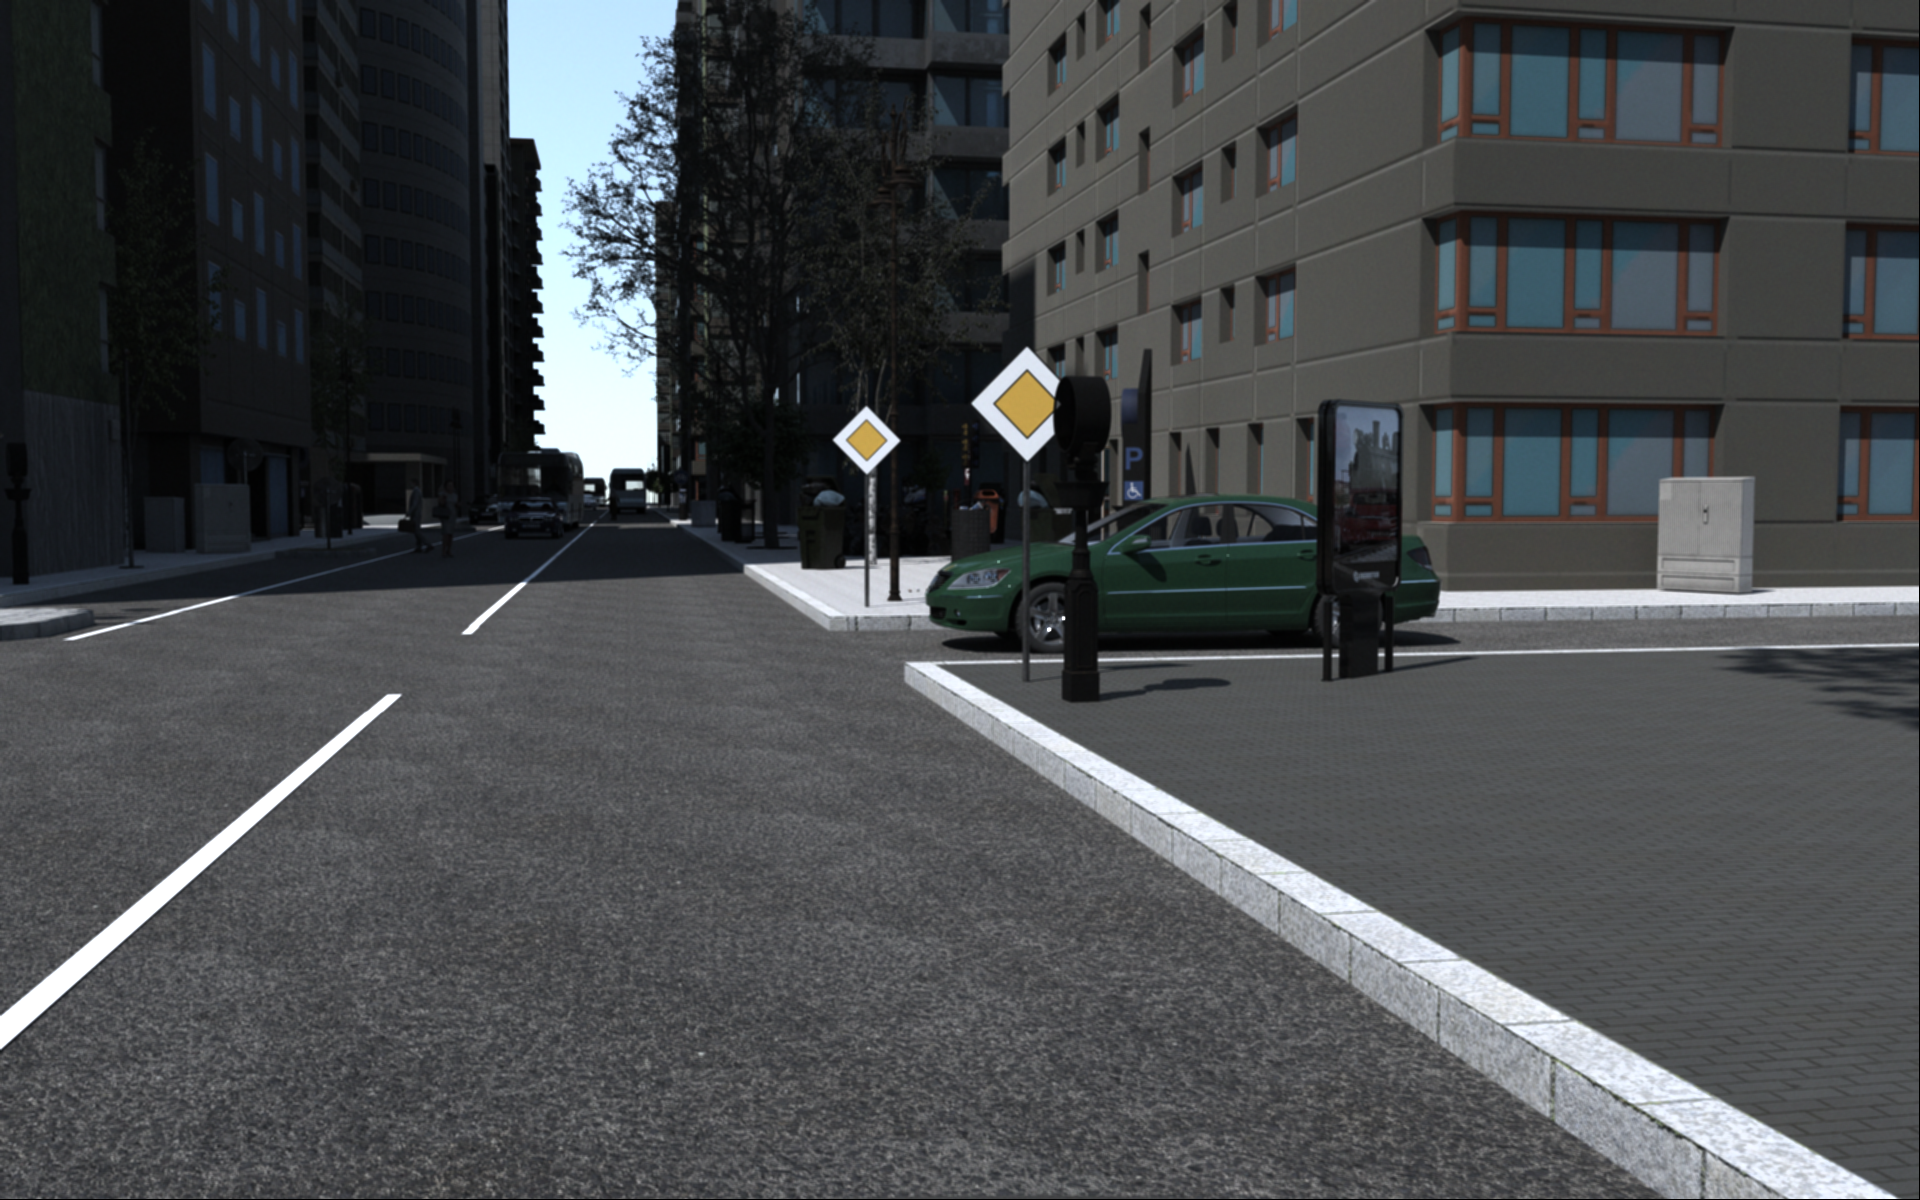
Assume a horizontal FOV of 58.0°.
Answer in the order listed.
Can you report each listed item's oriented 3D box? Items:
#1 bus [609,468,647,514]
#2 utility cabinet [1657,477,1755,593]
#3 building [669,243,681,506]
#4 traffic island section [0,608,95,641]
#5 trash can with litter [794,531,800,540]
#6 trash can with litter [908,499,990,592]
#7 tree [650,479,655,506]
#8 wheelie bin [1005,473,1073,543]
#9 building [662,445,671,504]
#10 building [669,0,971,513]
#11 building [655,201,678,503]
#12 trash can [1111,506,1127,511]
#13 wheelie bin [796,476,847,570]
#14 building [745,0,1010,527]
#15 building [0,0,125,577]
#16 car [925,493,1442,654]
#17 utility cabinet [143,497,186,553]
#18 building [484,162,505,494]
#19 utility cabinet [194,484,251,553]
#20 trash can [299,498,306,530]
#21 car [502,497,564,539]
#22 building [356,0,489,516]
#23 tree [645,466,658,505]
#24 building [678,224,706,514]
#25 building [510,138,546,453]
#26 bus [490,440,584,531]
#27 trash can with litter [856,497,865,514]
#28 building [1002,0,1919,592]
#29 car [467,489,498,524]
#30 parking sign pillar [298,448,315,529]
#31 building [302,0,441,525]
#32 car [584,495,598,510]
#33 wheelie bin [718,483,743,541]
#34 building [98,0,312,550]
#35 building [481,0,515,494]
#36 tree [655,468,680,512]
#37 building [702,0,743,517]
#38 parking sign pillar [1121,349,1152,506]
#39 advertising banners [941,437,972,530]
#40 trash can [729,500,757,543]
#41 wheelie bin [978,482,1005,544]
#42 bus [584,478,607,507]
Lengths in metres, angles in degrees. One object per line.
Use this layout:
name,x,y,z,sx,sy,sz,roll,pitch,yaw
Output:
bus,-24.932,-8.272,130.108,2.948,3.499,13.247,-1,4,-11
utility cabinet,9.702,-0.850,22.572,0.318,1.500,1.173,-2,4,-34
building,-26.491,-26.242,200.752,14.160,30.474,14.107,-1,4,-11
traffic island section,-10.310,0.266,17.926,2.009,0.180,2.903,-1,4,-11
trash can with litter,-4.071,-2.239,47.987,1.055,1.170,0.624,0,4,-3
trash can with litter,0.514,-0.732,23.021,2.233,1.210,1.678,1,4,9
tree,-33.305,-11.962,190.185,1.663,3.219,1.824,0,3,0
wheelie bin,1.288,-1.130,26.383,0.693,1.594,0.980,2,4,35
building,-26.973,-55.609,221.871,22.319,86.520,31.000,-1,4,-11
building,-13.857,-32.673,153.810,23.786,49.044,30.456,-1,4,-11
building,-35.784,-34.305,244.478,14.154,41.232,14.086,-1,4,-11
trash can,2.208,-0.574,21.036,0.748,1.137,0.748,0,3,0
wheelie bin,-2.360,-1.326,29.587,0.980,1.594,0.693,3,4,36
building,0.744,-28.177,80.300,23.786,49.044,30.456,-1,4,-11
building,-20.936,-20.728,22.497,14.154,41.232,14.086,-1,4,-11
car,2.109,-0.293,16.596,4.920,1.459,2.131,-1,4,-10
utility cabinet,-17.422,-1.639,37.953,1.020,1.237,0.306,2,4,30
building,-45.807,-22.784,144.225,14.160,30.474,14.107,-1,4,-11
utility cabinet,-15.984,-1.768,37.580,0.318,1.500,1.173,2,4,30
trash can,-23.744,-3.069,61.833,0.748,1.137,0.748,0,3,0
car,-13.933,-2.698,56.689,1.945,1.354,3.894,-1,4,-11
building,-40.110,-34.251,102.007,21.231,58.520,28.212,-1,4,-11
tree,-35.112,-13.166,198.969,4.285,4.588,4.351,0,3,0
building,-6.014,-17.160,125.599,27.650,21.520,28.899,-1,4,-11
building,-61.360,-33.773,206.807,22.147,44.769,28.867,-1,4,-11
bus,-16.768,-4.576,69.684,2.948,3.499,13.247,-1,4,-9
trash can with litter,-3.274,-3.189,63.534,0.624,1.170,1.055,2,4,35
building,17.998,-11.825,38.386,28.899,21.520,27.650,-1,4,-11
car,-22.665,-4.501,83.376,2.009,1.686,4.222,-1,4,-12
parking sign pillar,-24.281,-4.585,63.432,1.447,3.967,1.447,0,4,5
building,-39.728,-23.418,74.761,32.217,40.220,23.993,-1,4,-11
car,-33.234,-8.646,153.716,2.083,1.381,4.827,-1,4,-12
wheelie bin,-6.256,-2.405,47.223,0.693,1.594,0.980,-1,4,-9
building,-25.449,-24.092,44.013,14.600,45.320,14.200,-1,4,-11
building,-55.781,-45.485,181.926,20.563,71.187,20.611,-1,4,-11
tree,-21.178,-8.085,126.784,1.663,3.219,1.824,0,3,0
building,-8.222,-25.635,102.733,14.154,41.232,14.086,-1,4,-11
parking sign pillar,3.237,-2.642,31.663,1.447,3.967,1.447,1,4,11
advertising banners,-0.100,-3.563,54.446,0.090,3.025,2.074,-2,4,-27
trash can,-5.669,-2.057,45.283,0.748,1.137,0.748,0,3,0
wheelie bin,0.786,-2.264,44.927,0.980,1.594,0.693,2,4,30
bus,-40.169,-11.926,189.849,2.948,3.499,13.247,-1,4,-11
